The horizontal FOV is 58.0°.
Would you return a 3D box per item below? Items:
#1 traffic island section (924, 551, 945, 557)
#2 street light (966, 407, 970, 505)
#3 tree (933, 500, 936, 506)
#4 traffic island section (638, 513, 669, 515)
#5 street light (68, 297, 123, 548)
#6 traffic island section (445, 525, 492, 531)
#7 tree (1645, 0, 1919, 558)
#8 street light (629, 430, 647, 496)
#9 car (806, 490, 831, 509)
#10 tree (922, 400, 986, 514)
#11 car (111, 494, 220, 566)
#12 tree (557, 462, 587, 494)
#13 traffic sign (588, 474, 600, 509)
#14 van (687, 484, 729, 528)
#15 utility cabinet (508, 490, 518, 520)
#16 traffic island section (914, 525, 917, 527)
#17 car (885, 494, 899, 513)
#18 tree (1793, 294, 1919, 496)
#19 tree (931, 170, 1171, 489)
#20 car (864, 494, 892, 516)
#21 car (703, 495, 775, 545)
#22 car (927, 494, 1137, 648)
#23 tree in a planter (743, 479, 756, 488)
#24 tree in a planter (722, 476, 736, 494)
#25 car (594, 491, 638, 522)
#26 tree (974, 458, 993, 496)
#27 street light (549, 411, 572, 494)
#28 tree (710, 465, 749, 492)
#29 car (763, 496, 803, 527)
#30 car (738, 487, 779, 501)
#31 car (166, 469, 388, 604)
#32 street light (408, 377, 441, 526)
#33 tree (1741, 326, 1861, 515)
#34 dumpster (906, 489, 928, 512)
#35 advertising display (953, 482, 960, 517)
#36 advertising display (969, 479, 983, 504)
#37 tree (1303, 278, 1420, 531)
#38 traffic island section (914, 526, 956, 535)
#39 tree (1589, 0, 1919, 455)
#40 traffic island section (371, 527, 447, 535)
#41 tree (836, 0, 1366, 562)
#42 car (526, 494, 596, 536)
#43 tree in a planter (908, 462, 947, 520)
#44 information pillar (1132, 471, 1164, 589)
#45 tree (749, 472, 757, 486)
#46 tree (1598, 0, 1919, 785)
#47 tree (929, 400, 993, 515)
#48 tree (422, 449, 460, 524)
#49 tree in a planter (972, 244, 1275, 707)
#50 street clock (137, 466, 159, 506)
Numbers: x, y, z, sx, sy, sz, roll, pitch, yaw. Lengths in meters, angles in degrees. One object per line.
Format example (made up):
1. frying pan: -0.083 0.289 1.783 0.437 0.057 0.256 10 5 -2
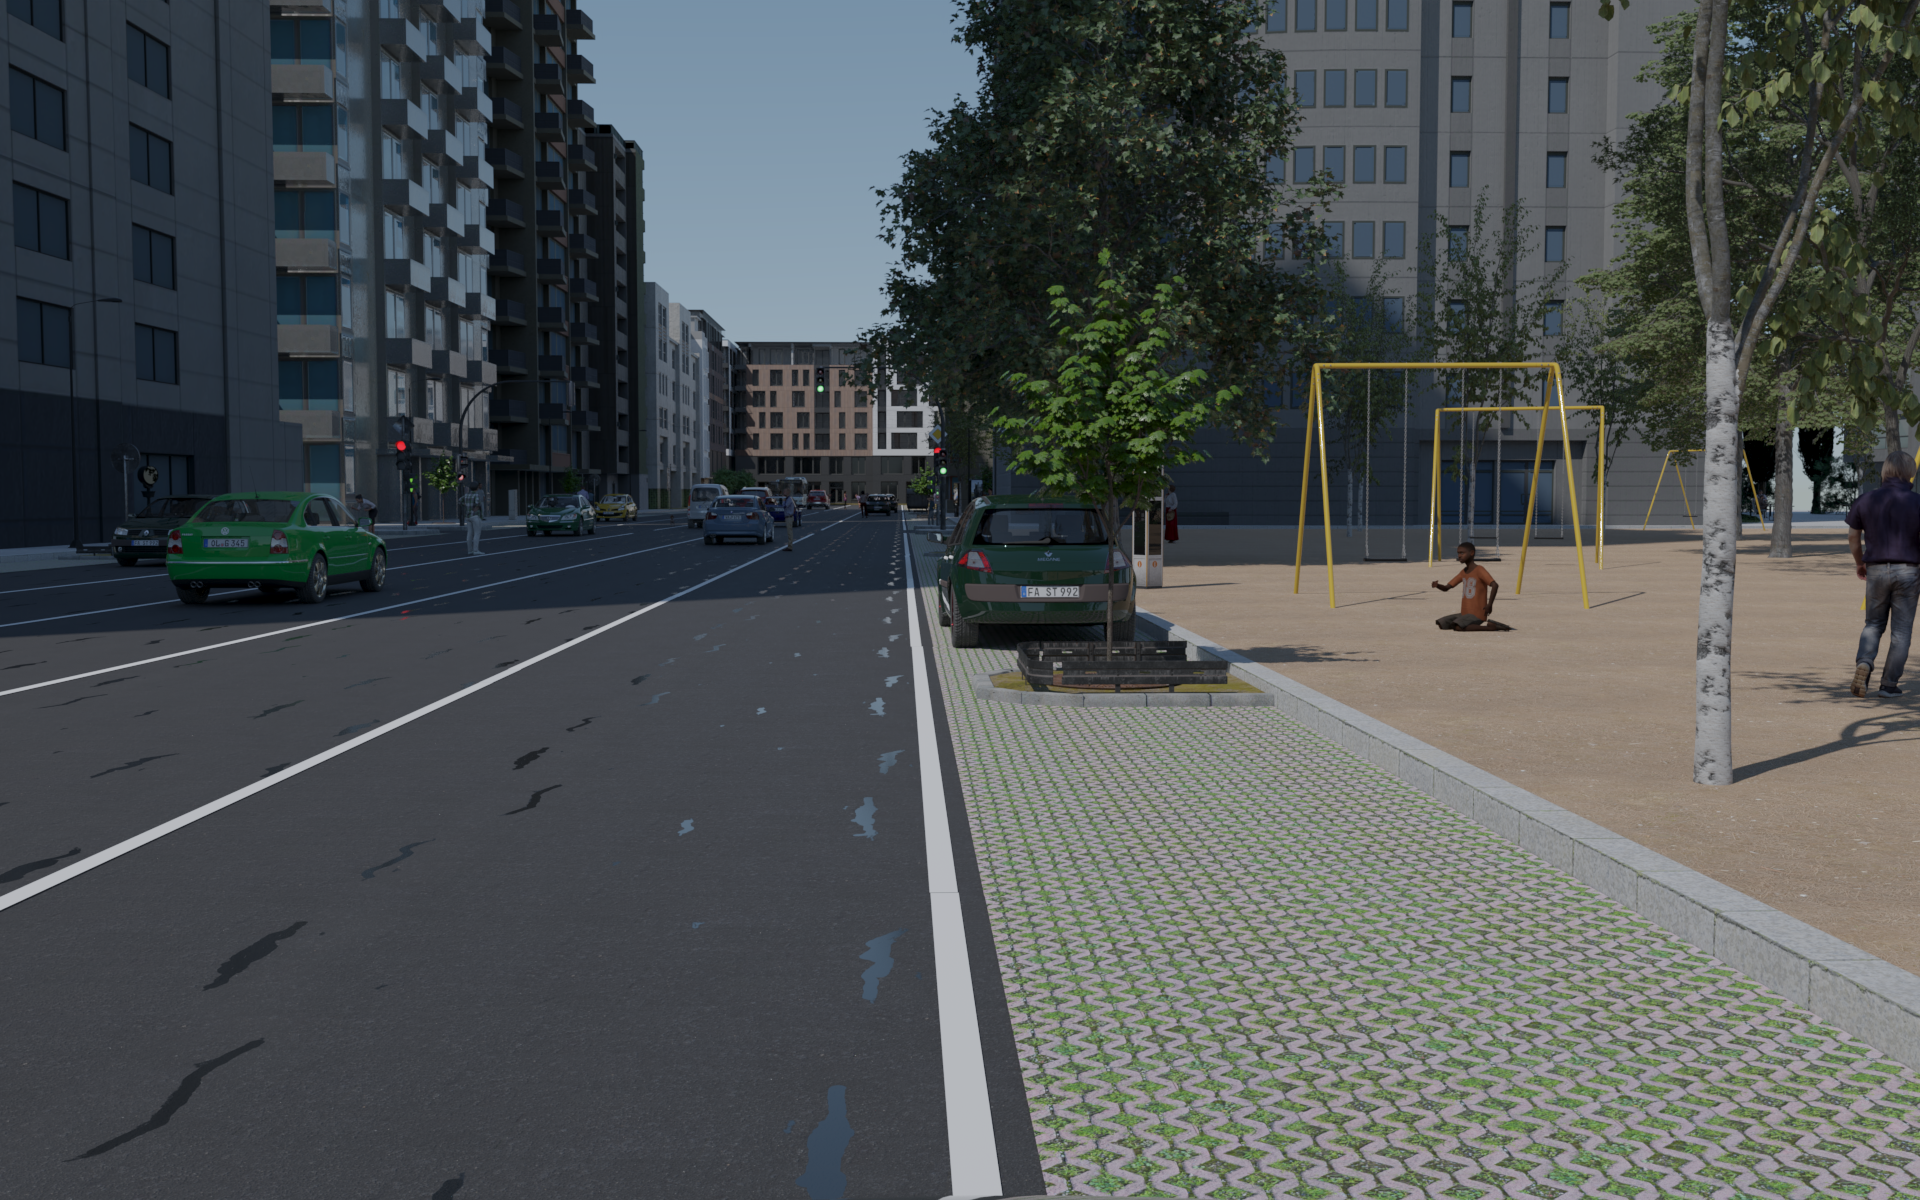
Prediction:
1. traffic island section: 0.153 -1.055 40.122 1.991 0.108 1.994 0 4 -2
2. street light: -0.077 -7.148 89.403 1.470 5.913 1.316 0 4 -2
3. tree: -3.037 -11.978 190.447 1.663 3.219 1.824 0 3 0
4. traffic island section: -21.416 -6.021 121.316 1.991 0.108 1.994 0 4 -2
5. street light: -20.462 -4.187 41.005 1.470 5.913 1.316 0 4 -2
6. traffic island section: -19.959 -2.880 69.368 2.009 0.180 2.903 0 4 -2
7. tree: 16.481 -7.148 34.993 7.486 12.596 7.792 0 3 0
8. street light: -23.261 -9.322 124.952 1.470 5.913 1.316 0 4 -2
9. car: -13.296 -9.413 162.571 2.281 1.827 5.304 0 4 -2
10. tree: -0.133 -9.795 110.508 4.360 8.622 3.978 0 3 0
11. car: -15.914 -1.589 35.765 2.009 1.686 4.222 0 4 -1
12. tree: -23.418 -6.708 104.283 1.663 3.219 1.824 0 3 0
13. traffic sign: -23.006 -6.658 108.957 0.768 2.556 0.104 0 4 4
14. van: -10.594 -4.094 73.944 2.013 2.044 4.112 0 4 -1
15. utility cabinet: -22.215 -4.731 86.035 0.318 1.500 1.173 -1 4 -8
16. traffic island section: -0.868 -2.919 70.013 2.009 0.180 2.903 0 4 -2
17. car: -5.646 -7.514 132.634 2.009 1.686 4.222 0 4 -3
18. tree: 27.871 -6.329 53.841 4.360 8.622 3.978 0 3 0
19. tree: 2.389 -7.841 46.334 7.486 12.596 7.792 0 3 0
20. car: -5.488 -6.424 114.815 2.009 1.686 4.222 0 4 -4
21. car: -6.411 -2.344 50.328 2.014 1.417 4.499 0 4 -1
22. car: 0.687 -0.470 17.470 2.009 1.686 4.222 0 4 -3
23. tree in a planter: -24.049 -12.307 198.434 1.991 3.239 1.994 0 4 -2
24. tree in a planter: -23.111 -10.631 171.031 1.991 3.239 1.994 0 4 -2
25. car: -18.156 -4.962 91.347 2.015 1.641 3.980 0 4 0
26. tree: 1.571 -6.077 93.953 1.663 3.219 1.824 0 3 0
27. street light: -22.323 -7.587 96.589 1.470 5.913 1.316 0 4 -2
28. tree: -26.342 -12.829 193.464 4.285 4.588 4.351 0 3 0
29. car: -7.901 -3.892 76.206 1.945 1.354 3.894 0 4 -2
30. car: -11.164 -5.295 95.251 2.281 1.827 5.304 0 4 -1
31. car: -9.321 -0.929 23.984 1.959 1.807 4.718 0 4 -2
32. street light: -21.368 -5.904 69.076 1.470 5.913 1.316 0 4 -2
33. tree: 52.230 -12.947 113.504 13.155 14.587 18.604 -2 4 -27
34. dumpster: -3.391 -7.983 138.734 1.865 1.857 1.264 0 4 -4
35. advertising display: -0.192 -5.565 96.208 0.123 1.923 0.974 -1 4 -14
36. advertising display: 0.682 -4.218 74.185 0.123 1.923 0.974 2 4 32
37. tree: 13.849 -6.695 59.818 4.360 8.622 3.978 0 3 0
38. traffic island section: -0.595 -2.431 62.033 2.009 0.180 2.903 0 4 -2
39. tree: 13.645 -5.539 24.978 8.767 10.594 7.601 1 4 16
40. traffic island section: -19.686 -2.392 61.388 2.009 0.180 2.903 0 4 -2
41. tree: 2.558 -6.990 31.291 9.611 12.733 9.660 0 3 0
42. car: -13.810 -2.958 60.154 2.131 1.459 4.920 0 4 -3
43. tree in a planter: -1.726 -5.974 94.902 1.991 3.239 1.994 0 4 -2
44. information pillar: 2.544 -1.159 23.445 0.304 2.012 0.304 -3 4 -36
45. tree: -27.226 -14.329 217.991 4.285 4.588 4.351 0 3 0
46. tree: 3.550 -3.483 7.317 4.737 8.622 4.395 0 3 0
47. tree: 0.224 -9.415 104.292 4.737 8.622 4.395 0 3 0
48. tree: -22.180 -4.903 74.772 1.663 3.219 1.824 0 3 0
49. tree in a planter: 1.094 -0.932 12.466 1.991 3.239 1.994 0 4 -2
50. street clock: -20.867 -2.445 44.551 0.358 2.002 0.471 2 4 24
